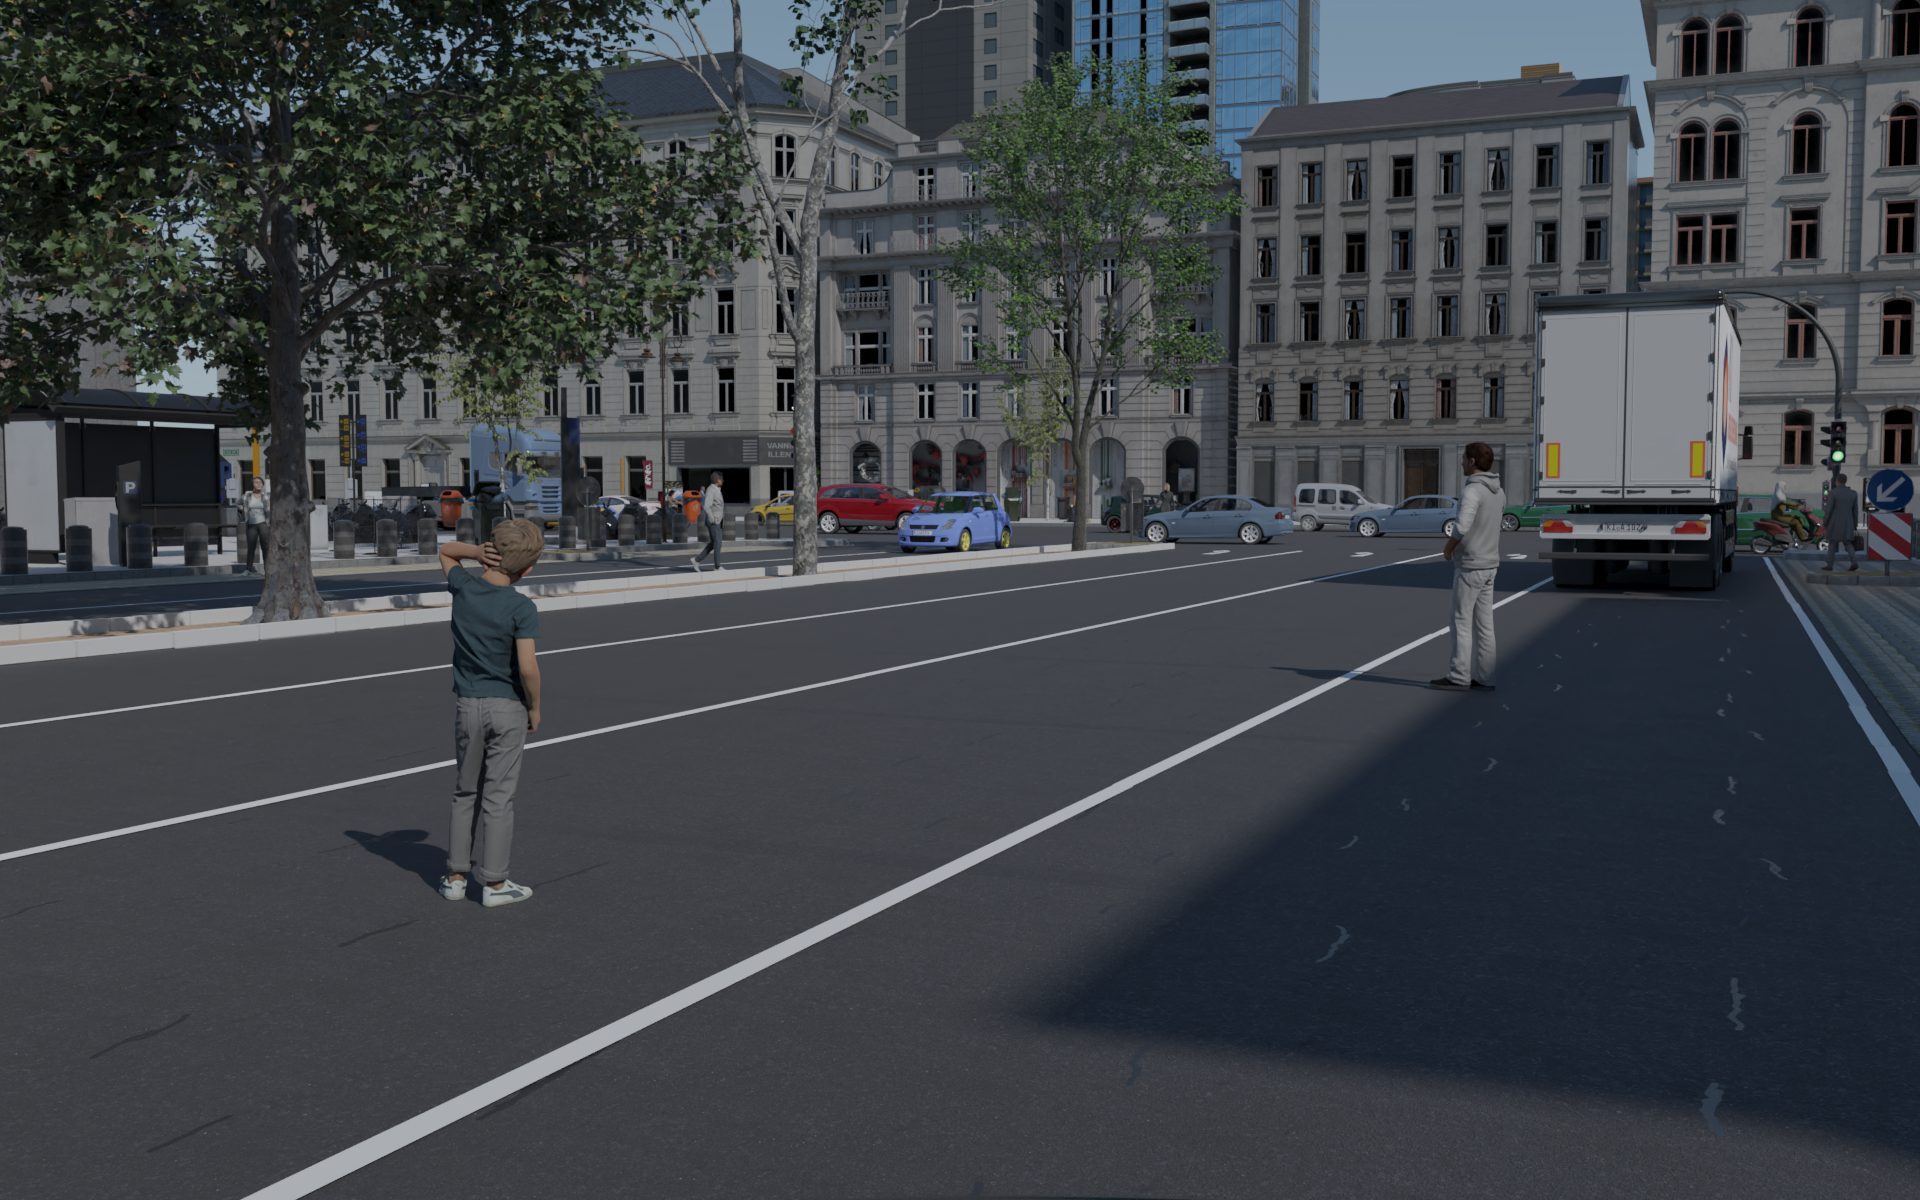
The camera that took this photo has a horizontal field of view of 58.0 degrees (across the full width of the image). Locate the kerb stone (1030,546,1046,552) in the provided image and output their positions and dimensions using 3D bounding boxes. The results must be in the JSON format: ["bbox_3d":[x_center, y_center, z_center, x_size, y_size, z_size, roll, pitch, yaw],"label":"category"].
[{"bbox_3d":[1.784,-1.207,41.929,0.120,0.150,1.000,2,4,24],"label":"kerb stone"}]

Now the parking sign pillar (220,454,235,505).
[{"bbox_3d":[-44.352,-7.093,104.446,1.447,3.967,1.447,1,4,19],"label":"parking sign pillar"}]

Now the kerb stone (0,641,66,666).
[{"bbox_3d":[-7.976,0.460,14.673,0.120,0.150,1.000,2,4,24],"label":"kerb stone"}]

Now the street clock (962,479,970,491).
[{"bbox_3d":[0.287,-4.656,80.701,0.358,2.002,0.471,1,4,22],"label":"street clock"}]

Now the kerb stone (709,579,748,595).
[{"bbox_3d":[-3.404,-0.171,24.999,0.120,0.150,1.000,2,4,24],"label":"kerb stone"}]

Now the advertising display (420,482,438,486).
[{"bbox_3d":[-30.914,-5.853,100.910,0.974,1.923,0.123,0,4,-2],"label":"advertising display"}]

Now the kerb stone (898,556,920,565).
[{"bbox_3d":[-1.127,-0.803,35.329,0.120,0.150,1.000,2,4,24],"label":"kerb stone"}]

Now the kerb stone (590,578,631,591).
[{"bbox_3d":[-5.306,-0.227,25.905,0.120,0.150,1.000,2,4,24],"label":"kerb stone"}]

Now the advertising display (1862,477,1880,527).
[{"bbox_3d":[35.436,-3.801,67.358,0.974,1.923,0.123,-2,4,-31],"label":"advertising display"}]

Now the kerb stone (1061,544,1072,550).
[{"bbox_3d":[2.608,-1.318,43.810,0.120,0.150,1.000,2,4,24],"label":"kerb stone"}]

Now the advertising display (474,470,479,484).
[{"bbox_3d":[-12.841,-2.497,46.047,0.123,1.923,0.974,-1,4,-16],"label":"advertising display"}]

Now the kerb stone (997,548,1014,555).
[{"bbox_3d":[0.947,-1.091,40.035,0.120,0.150,1.000,2,4,24],"label":"kerb stone"}]

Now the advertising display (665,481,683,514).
[{"bbox_3d":[-14.112,-4.896,85.263,0.974,1.923,0.123,0,4,-8],"label":"advertising display"}]

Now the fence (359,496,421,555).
[{"bbox_3d":[-12.209,-1.617,37.644,0.480,1.192,2.264,1,4,9],"label":"fence"}]

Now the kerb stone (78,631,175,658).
[{"bbox_3d":[-7.557,0.406,15.610,0.120,0.150,1.000,2,4,24],"label":"kerb stone"}]

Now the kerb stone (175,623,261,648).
[{"bbox_3d":[-7.134,0.346,16.545,0.120,0.150,1.000,2,4,24],"label":"kerb stone"}]

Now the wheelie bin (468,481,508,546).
[{"bbox_3d":[-11.499,-2.105,42.332,0.980,1.594,0.693,-3,4,-39],"label":"wheelie bin"}]

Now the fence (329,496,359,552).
[{"bbox_3d":[-13.471,-1.737,39.605,0.480,1.192,2.264,1,4,21],"label":"fence"}]

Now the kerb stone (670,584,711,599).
[{"bbox_3d":[-3.817,-0.107,24.060,0.120,0.150,1.000,2,4,24],"label":"kerb stone"}]

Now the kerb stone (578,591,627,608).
[{"bbox_3d":[-4.645,0.005,22.180,0.120,0.150,1.000,2,4,24],"label":"kerb stone"}]

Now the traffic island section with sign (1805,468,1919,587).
[{"bbox_3d":[14.645,-1.163,27.644,1.989,1.847,2.006,2,4,24],"label":"traffic island section with sign"}]

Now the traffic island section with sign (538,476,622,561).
[{"bbox_3d":[-8.549,-1.806,38.159,1.989,1.847,2.006,2,4,24],"label":"traffic island section with sign"}]

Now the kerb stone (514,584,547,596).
[{"bbox_3d":[-6.130,-0.111,24.018,0.120,0.150,1.000,2,4,24],"label":"kerb stone"}]

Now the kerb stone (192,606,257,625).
[{"bbox_3d":[-8.214,0.176,19.317,0.120,0.150,1.000,2,4,24],"label":"kerb stone"}]

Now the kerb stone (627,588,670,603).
[{"bbox_3d":[-4.234,-0.055,23.121,0.120,0.150,1.000,2,4,24],"label":"kerb stone"}]

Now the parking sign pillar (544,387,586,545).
[{"bbox_3d":[-10.009,-3.421,44.409,1.447,3.967,1.447,-1,4,-14],"label":"parking sign pillar"}]

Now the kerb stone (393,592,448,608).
[{"bbox_3d":[-6.963,0.004,22.138,0.120,0.150,1.000,2,4,24],"label":"kerb stone"}]

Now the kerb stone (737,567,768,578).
[{"bbox_3d":[-3.639,-0.456,29.657,0.120,0.150,1.000,2,4,24],"label":"kerb stone"}]

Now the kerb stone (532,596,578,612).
[{"bbox_3d":[-5.066,0.058,21.242,0.120,0.150,1.000,2,4,24],"label":"kerb stone"}]

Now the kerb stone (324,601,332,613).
[{"bbox_3d":[-7.796,0.121,20.262,0.120,0.150,1.000,2,4,24],"label":"kerb stone"}]

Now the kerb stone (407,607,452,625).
[{"bbox_3d":[-5.901,0.176,19.367,0.120,0.150,1.000,2,4,24],"label":"kerb stone"}]

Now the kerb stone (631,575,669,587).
[{"bbox_3d":[-4.887,-0.283,26.842,0.120,0.150,1.000,2,4,24],"label":"kerb stone"}]

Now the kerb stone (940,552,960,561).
[{"bbox_3d":[-0.308,-0.918,37.212,0.120,0.150,1.000,2,4,24],"label":"kerb stone"}]

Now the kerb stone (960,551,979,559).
[{"bbox_3d":[0.110,-0.976,38.155,0.120,0.150,1.000,2,4,24],"label":"kerb stone"}]

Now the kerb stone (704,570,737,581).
[{"bbox_3d":[-4.050,-0.399,28.717,0.120,0.150,1.000,2,4,24],"label":"kerb stone"}]

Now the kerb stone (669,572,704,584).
[{"bbox_3d":[-4.475,-0.341,27.782,0.120,0.150,1.000,2,4,24],"label":"kerb stone"}]

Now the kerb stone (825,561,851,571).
[{"bbox_3d":[-2.385,-0.629,32.495,0.120,0.150,1.000,2,4,24],"label":"kerb stone"}]

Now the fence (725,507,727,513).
[{"bbox_3d":[-12.312,-4.433,87.860,0.278,0.683,2.069,-2,4,-35],"label":"fence"}]

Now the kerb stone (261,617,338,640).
[{"bbox_3d":[-6.724,0.288,17.486,0.120,0.150,1.000,2,4,24],"label":"kerb stone"}]

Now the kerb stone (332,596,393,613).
[{"bbox_3d":[-7.372,0.067,21.197,0.120,0.150,1.000,2,4,24],"label":"kerb stone"}]

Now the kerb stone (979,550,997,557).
[{"bbox_3d":[0.537,-1.028,39.089,0.120,0.150,1.000,2,4,24],"label":"kerb stone"}]

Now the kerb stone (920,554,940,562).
[{"bbox_3d":[-0.725,-0.856,36.274,0.120,0.150,1.000,2,4,24],"label":"kerb stone"}]

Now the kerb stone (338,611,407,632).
[{"bbox_3d":[-6.311,0.231,18.426,0.120,0.150,1.000,2,4,24],"label":"kerb stone"}]

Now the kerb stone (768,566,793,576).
[{"bbox_3d":[-3.221,-0.514,30.605,0.120,0.150,1.000,2,4,24],"label":"kerb stone"}]

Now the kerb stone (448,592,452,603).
[{"bbox_3d":[-6.553,-0.052,23.080,0.120,0.150,1.000,2,4,24],"label":"kerb stone"}]

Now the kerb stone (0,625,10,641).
[{"bbox_3d":[-9.459,0.349,16.495,0.120,0.150,1.000,2,4,24],"label":"kerb stone"}]

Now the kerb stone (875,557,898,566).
[{"bbox_3d":[-1.553,-0.740,34.385,0.120,0.150,1.000,2,4,24],"label":"kerb stone"}]

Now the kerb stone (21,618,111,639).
[{"bbox_3d":[-9.039,0.291,17.431,0.120,0.150,1.000,2,4,24],"label":"kerb stone"}]

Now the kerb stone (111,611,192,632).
[{"bbox_3d":[-8.628,0.241,18.375,0.120,0.150,1.000,2,4,24],"label":"kerb stone"}]

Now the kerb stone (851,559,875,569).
[{"bbox_3d":[-1.976,-0.682,33.440,0.120,0.150,1.000,2,4,24],"label":"kerb stone"}]

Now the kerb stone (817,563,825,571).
[{"bbox_3d":[-2.804,-0.562,31.548,0.120,0.150,1.000,2,4,24],"label":"kerb stone"}]

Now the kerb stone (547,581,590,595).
[{"bbox_3d":[-5.713,-0.169,24.958,0.120,0.150,1.000,2,4,24],"label":"kerb stone"}]

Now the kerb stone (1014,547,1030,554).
[{"bbox_3d":[1.369,-1.149,40.990,0.120,0.150,1.000,2,4,24],"label":"kerb stone"}]

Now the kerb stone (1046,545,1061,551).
[{"bbox_3d":[2.197,-1.264,42.868,0.120,0.150,1.000,2,4,24],"label":"kerb stone"}]

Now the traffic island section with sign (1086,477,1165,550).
[{"bbox_3d":[4.263,-2.247,44.879,2.006,1.907,1.989,2,4,24],"label":"traffic island section with sign"}]
